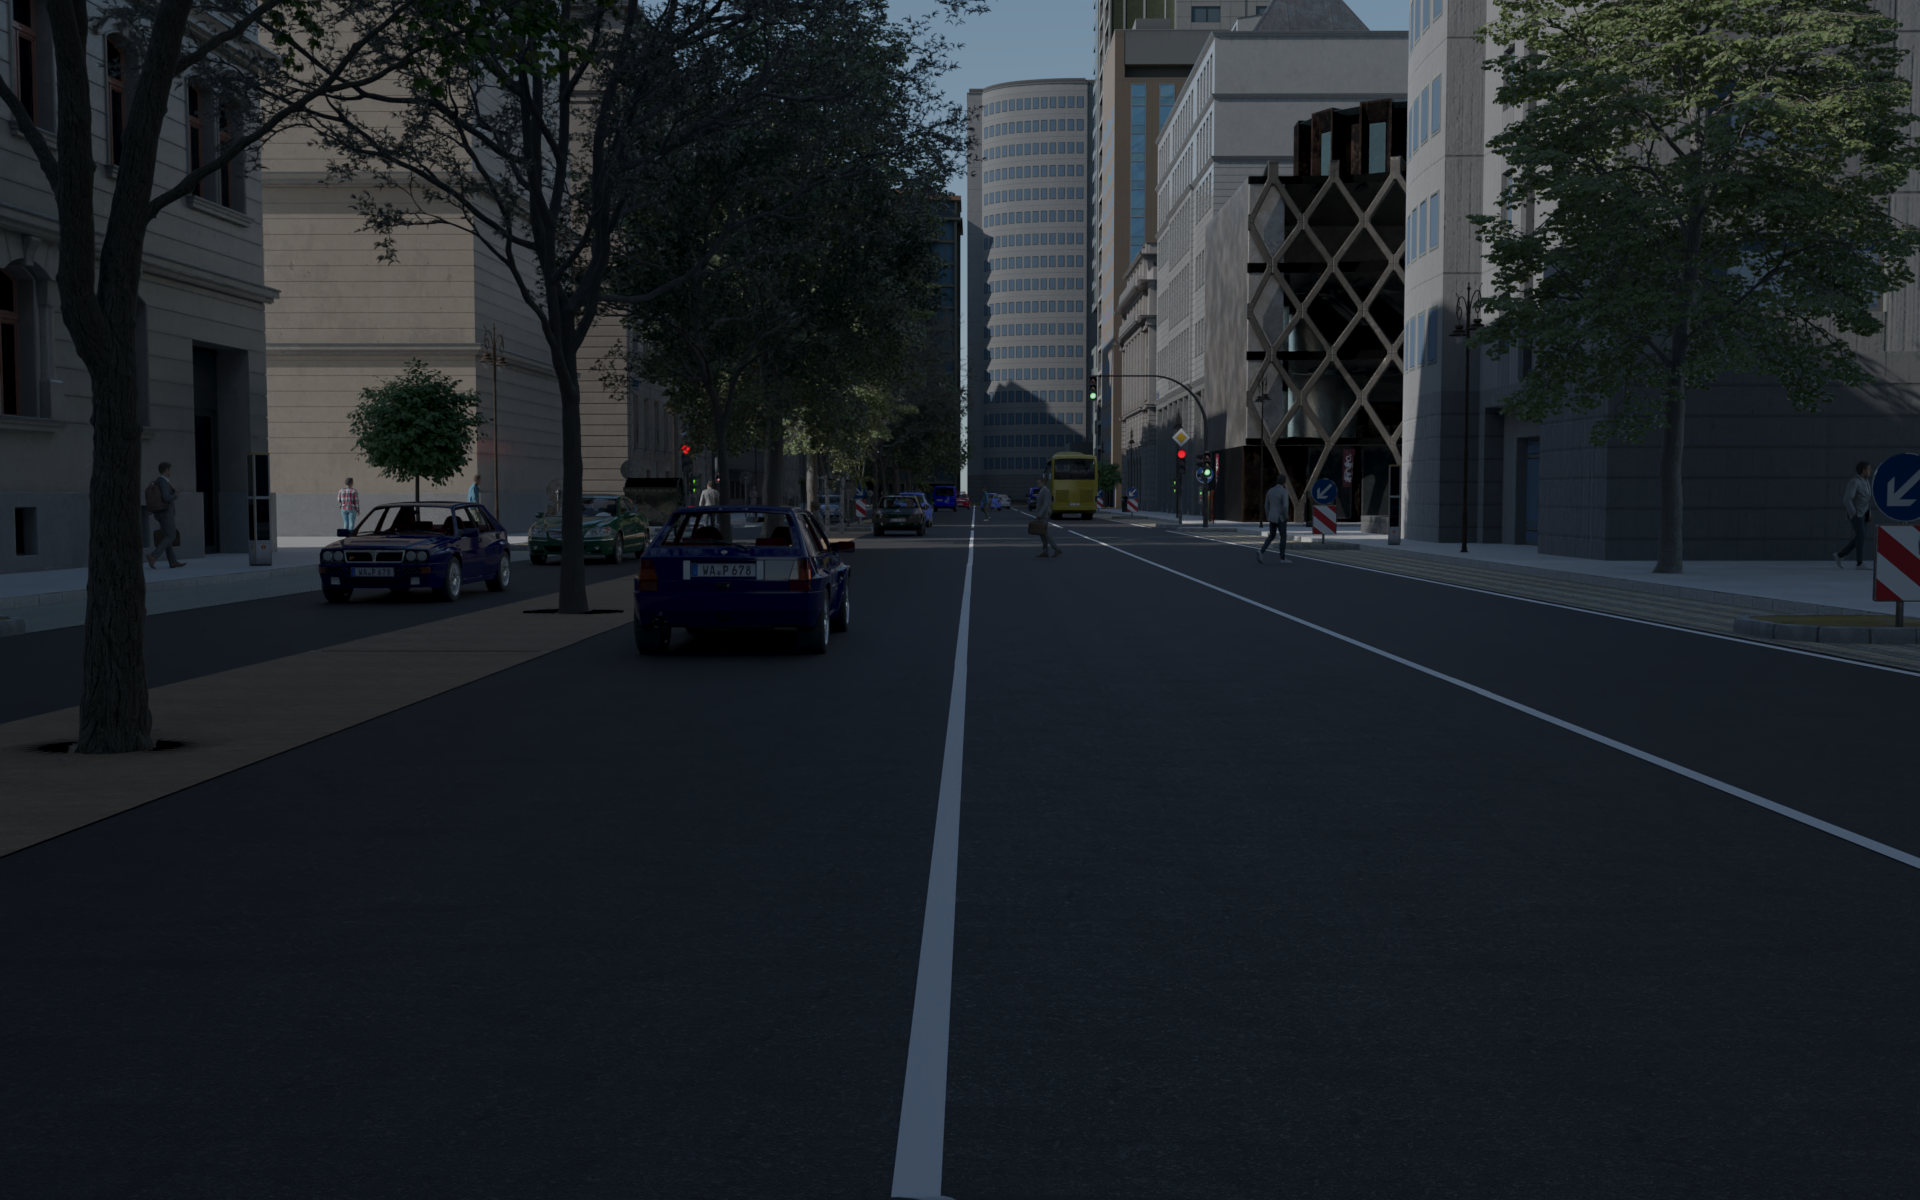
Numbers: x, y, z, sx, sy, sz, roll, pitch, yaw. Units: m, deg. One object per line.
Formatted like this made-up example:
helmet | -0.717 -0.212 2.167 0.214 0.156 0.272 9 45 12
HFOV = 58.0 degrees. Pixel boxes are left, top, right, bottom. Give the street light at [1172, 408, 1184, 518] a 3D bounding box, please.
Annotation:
street light | 11.660 -7.337 92.746 0.468 5.910 1.993 0 4 1

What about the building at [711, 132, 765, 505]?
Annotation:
building | -20.761 -19.461 111.696 14.314 27.812 24.014 0 4 1

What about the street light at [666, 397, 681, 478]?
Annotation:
street light | -12.381 -6.257 75.097 0.468 5.910 1.993 0 4 1

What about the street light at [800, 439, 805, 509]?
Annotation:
street light | -11.892 -9.734 131.944 0.468 5.910 1.993 0 4 1

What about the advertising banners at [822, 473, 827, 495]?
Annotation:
advertising banners | -11.322 -9.111 145.144 0.090 3.025 2.074 -1 4 -14

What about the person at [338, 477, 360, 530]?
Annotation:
person | -16.185 -2.383 45.847 0.563 1.720 0.643 0 4 6

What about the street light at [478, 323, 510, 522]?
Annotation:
street light | -12.616 -4.542 47.050 0.468 5.910 1.993 0 4 1

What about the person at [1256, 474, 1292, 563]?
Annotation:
person | 6.524 -1.680 35.814 0.795 1.843 0.661 -2 4 -32

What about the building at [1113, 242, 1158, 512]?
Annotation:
building | 19.688 -18.074 137.302 13.314 21.916 24.055 0 4 1

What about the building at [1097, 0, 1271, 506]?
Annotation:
building | 23.238 -45.471 181.705 20.563 71.187 20.611 0 4 1

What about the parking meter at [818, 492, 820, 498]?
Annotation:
parking meter | -11.580 -8.084 140.587 0.372 1.533 0.369 0 3 0

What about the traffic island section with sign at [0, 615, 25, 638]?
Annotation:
traffic island section with sign | -10.562 -0.526 17.223 1.989 1.847 2.006 0 4 1

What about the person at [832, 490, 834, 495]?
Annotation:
person | -12.678 -10.043 170.778 0.617 1.759 0.750 -1 4 -16

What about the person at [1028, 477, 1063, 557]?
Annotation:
person | 1.895 -1.885 39.448 0.853 1.813 0.709 -1 4 -15

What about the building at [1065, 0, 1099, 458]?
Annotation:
building | 24.697 -54.698 206.982 22.319 86.520 31.000 0 4 1

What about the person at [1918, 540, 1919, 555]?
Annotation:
person | 7.115 -0.201 12.131 0.623 1.781 0.721 -2 4 -33

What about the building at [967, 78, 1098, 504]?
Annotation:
building | 15.074 -42.872 242.959 28.212 58.520 21.231 0 4 1

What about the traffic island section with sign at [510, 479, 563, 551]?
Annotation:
traffic island section with sign | -10.314 -2.176 44.213 1.989 1.847 2.006 0 4 1

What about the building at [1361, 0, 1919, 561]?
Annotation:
building | 23.025 -30.791 45.424 21.231 58.520 28.212 0 4 1

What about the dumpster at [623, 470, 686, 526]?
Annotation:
dumpster | -10.435 -3.313 59.116 1.985 2.255 1.502 0 4 1

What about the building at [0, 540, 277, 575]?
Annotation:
building | -21.484 -14.629 26.578 14.401 28.519 23.554 0 4 1

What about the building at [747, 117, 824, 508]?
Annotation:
building | -29.293 -28.702 161.161 32.217 40.220 23.993 0 4 1

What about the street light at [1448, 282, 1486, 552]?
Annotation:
street light | 11.099 -3.985 37.946 0.468 5.910 1.993 0 4 1

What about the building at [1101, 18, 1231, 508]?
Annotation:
building | 21.001 -31.500 165.141 14.600 45.320 14.200 0 4 1

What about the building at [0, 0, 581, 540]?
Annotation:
building | -25.472 -16.541 57.840 23.554 28.519 14.401 0 4 1

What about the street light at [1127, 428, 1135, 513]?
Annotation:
street light | 11.913 -9.024 120.334 0.468 5.910 1.993 0 4 1

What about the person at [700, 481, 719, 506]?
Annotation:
person | -7.700 -2.760 53.467 0.661 1.843 0.795 -1 4 -11

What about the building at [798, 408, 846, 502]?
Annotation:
building | -19.549 -25.007 180.559 14.160 30.474 14.107 0 4 1

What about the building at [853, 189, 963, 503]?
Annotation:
building | -14.014 -36.108 244.984 28.867 44.769 22.147 0 4 1

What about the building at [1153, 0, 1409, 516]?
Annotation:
building | 19.416 -20.329 109.866 11.434 29.767 29.804 0 4 1

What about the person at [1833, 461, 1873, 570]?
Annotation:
person | 15.210 -1.442 29.465 0.661 1.843 0.795 -2 4 -35

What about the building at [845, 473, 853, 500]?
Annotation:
building | -24.573 -31.606 208.635 23.993 40.220 32.217 0 4 1

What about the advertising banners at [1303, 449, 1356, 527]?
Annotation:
advertising banners | 14.296 -4.329 66.975 2.074 3.025 0.090 -1 4 -9

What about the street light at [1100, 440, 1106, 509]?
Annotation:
street light | 12.205 -10.737 148.333 0.468 5.910 1.993 0 4 1

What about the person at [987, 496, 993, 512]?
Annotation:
person | 2.442 -7.807 140.417 0.475 1.303 0.640 2 4 34

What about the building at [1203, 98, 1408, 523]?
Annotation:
building | 21.131 -13.157 82.565 16.811 18.784 16.820 0 4 1

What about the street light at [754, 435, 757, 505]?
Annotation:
street light | -12.201 -7.998 103.548 0.468 5.910 1.993 0 4 1

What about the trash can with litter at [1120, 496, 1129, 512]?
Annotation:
trash can with litter | 11.570 -6.772 122.111 0.624 1.170 1.055 0 4 0

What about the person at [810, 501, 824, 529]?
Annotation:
person | -2.749 -1.240 33.053 0.640 1.303 0.475 -3 5 -40

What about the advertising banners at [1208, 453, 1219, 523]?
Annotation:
advertising banners | 11.050 -4.860 75.647 0.090 3.025 2.074 0 4 -4

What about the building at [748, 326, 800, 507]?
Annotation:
building | -19.604 -20.751 136.534 12.463 27.353 25.104 0 4 1

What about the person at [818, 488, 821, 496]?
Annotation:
person | -12.006 -8.598 146.723 0.694 1.812 0.767 -1 4 -16

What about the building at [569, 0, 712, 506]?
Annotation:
building | -20.008 -17.732 87.189 12.463 27.353 25.104 0 4 1

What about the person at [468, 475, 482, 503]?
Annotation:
person | -12.514 -2.333 44.533 0.444 1.785 0.601 -1 4 -16

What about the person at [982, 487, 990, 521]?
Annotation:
person | 1.394 -5.085 91.980 0.444 1.785 0.601 0 4 7

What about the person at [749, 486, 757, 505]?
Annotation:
person | -12.146 -5.840 101.871 0.599 1.781 0.374 -2 4 -30

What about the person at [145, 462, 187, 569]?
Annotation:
person | -13.701 -1.454 29.775 0.622 1.834 0.822 2 4 35

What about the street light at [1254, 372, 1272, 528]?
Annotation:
street light | 11.461 -5.684 65.727 0.468 5.910 1.993 0 4 1

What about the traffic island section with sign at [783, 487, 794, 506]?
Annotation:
traffic island section with sign | -9.826 -5.542 99.237 1.989 1.847 2.006 0 4 1
